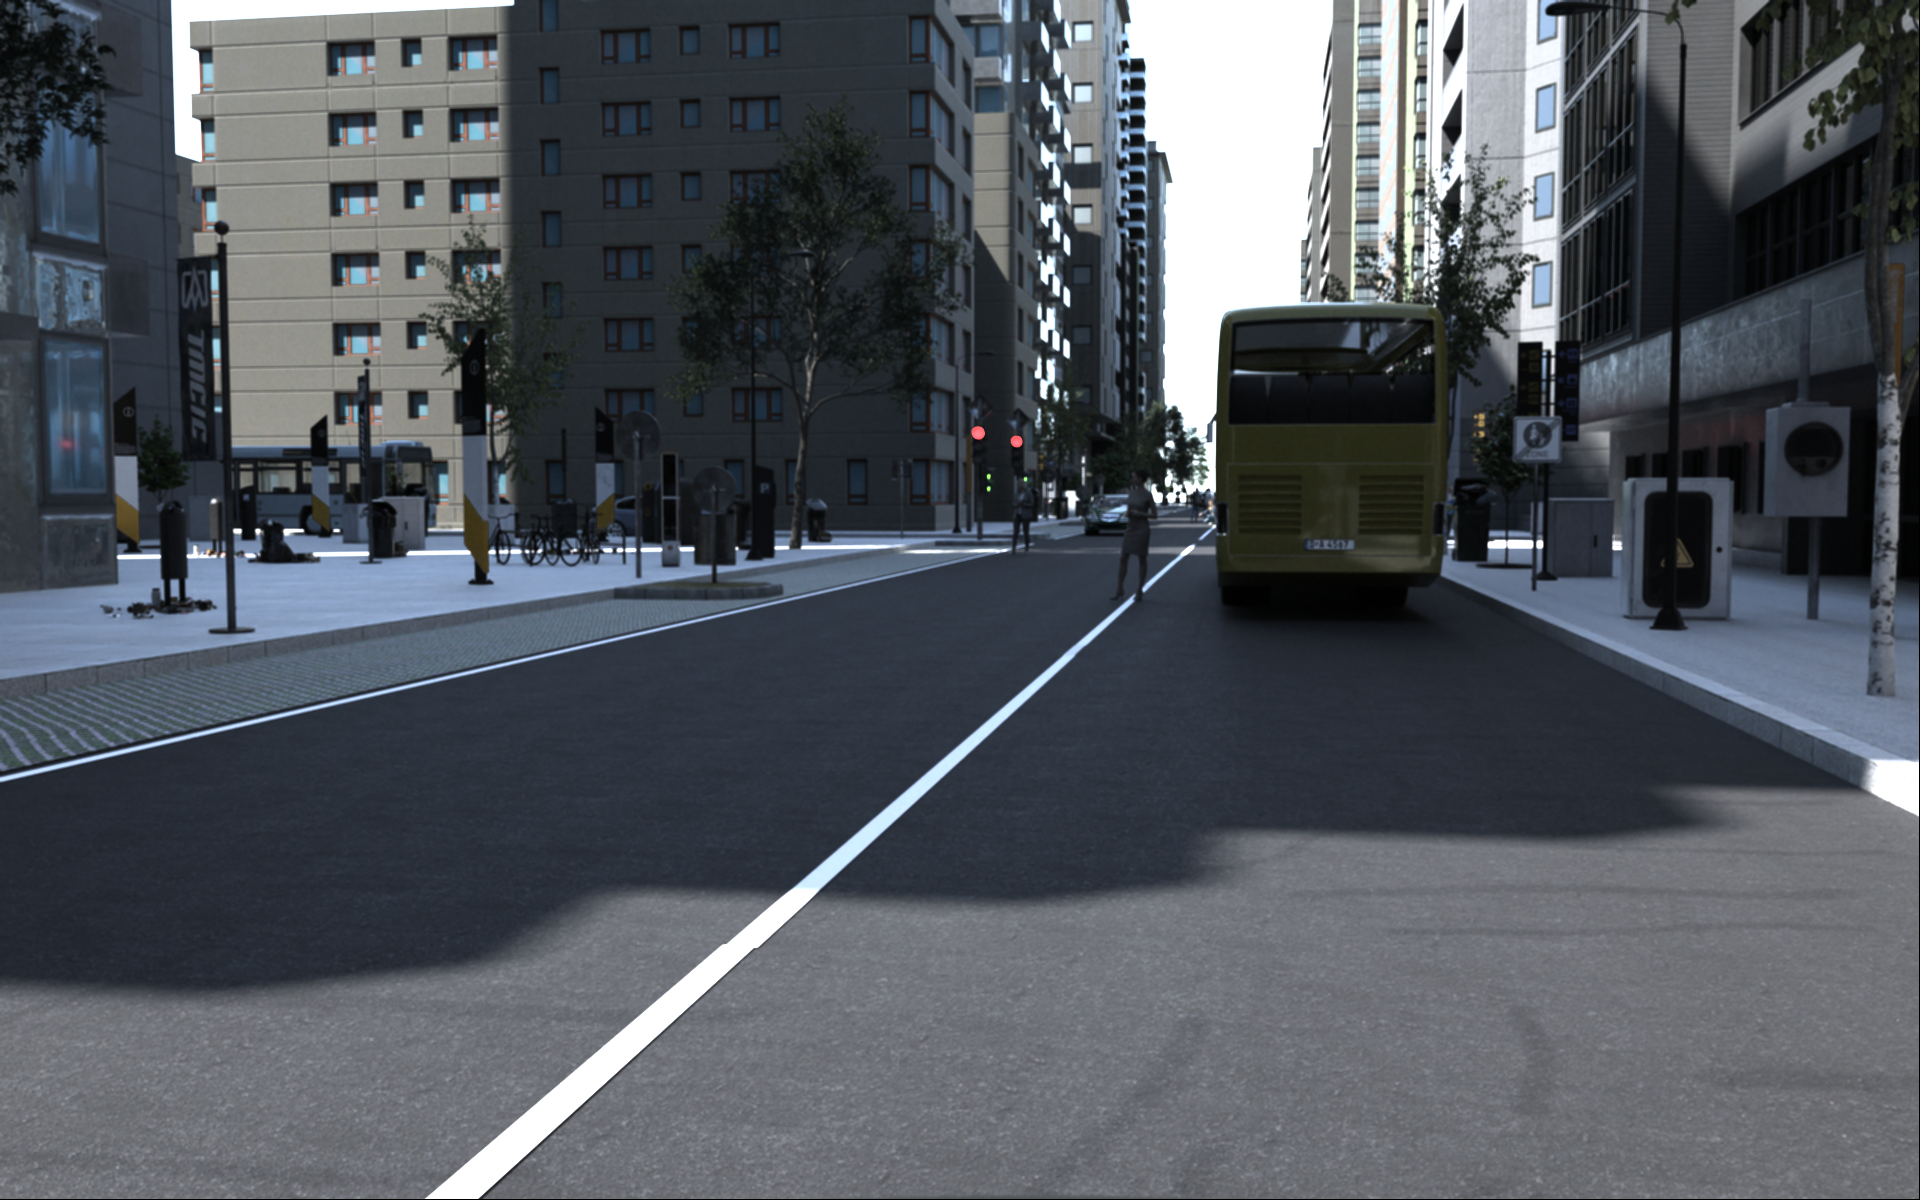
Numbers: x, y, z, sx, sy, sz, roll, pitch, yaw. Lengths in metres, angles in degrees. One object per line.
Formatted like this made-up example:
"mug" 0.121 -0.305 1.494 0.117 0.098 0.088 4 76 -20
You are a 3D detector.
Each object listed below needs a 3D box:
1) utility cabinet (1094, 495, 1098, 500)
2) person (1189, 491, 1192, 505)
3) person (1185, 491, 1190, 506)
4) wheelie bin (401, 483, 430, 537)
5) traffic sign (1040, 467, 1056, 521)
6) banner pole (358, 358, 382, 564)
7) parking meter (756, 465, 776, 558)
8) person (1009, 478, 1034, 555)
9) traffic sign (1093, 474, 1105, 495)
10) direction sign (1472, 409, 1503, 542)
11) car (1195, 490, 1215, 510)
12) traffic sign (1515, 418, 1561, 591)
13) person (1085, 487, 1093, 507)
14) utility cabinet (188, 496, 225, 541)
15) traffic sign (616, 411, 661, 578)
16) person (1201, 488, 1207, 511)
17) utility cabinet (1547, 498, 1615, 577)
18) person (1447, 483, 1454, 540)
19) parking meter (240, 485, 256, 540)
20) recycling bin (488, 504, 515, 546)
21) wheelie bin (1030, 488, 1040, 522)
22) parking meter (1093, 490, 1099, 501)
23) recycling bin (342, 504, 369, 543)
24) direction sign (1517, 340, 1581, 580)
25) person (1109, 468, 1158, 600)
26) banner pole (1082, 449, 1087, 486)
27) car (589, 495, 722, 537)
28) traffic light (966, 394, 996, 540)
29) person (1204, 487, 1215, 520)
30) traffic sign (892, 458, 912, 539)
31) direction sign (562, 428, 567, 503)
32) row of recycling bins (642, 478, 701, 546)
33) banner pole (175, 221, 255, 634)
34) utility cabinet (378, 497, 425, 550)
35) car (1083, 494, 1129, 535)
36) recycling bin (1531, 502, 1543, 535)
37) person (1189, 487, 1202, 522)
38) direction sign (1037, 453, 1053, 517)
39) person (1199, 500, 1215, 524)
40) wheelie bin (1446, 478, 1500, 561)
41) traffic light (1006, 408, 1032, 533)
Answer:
"utility cabinet" 8.663 -5.969 108.749 0.306 1.237 1.020 1 4 17
"person" 28.966 -12.808 218.000 1.348 1.812 0.705 -3 5 -41
"person" 24.575 -10.864 186.852 0.721 1.736 1.217 2 4 28
"wheelie bin" -16.162 -2.665 51.481 0.693 1.594 0.980 2 4 26
"traffic sign" 4.162 -5.034 82.415 0.768 2.556 0.104 1 4 17
"banner pole" -11.054 -2.580 32.199 0.401 3.779 0.863 -2 4 -34
"parking meter" -3.895 -1.779 34.798 0.399 1.863 0.255 0 4 -1
"person" 1.475 -1.974 40.959 0.537 1.800 0.526 2 4 34
"traffic sign" 8.796 -6.690 109.488 0.768 2.556 0.104 1 4 18
"direction sign" 14.143 -3.324 46.339 0.876 3.537 0.379 2 4 25
"car" 22.261 -9.055 156.715 2.281 1.827 5.304 0 4 8
"traffic sign" 7.617 -1.271 22.916 0.606 2.300 0.079 1 4 10
"person" 6.102 -4.552 83.175 0.600 1.795 0.529 0 4 7
"utility cabinet" -20.389 -2.197 47.079 1.020 1.237 0.306 0 4 -4
"traffic sign" -4.921 -1.611 26.445 0.768 2.556 0.104 1 4 19
"person" 17.792 -7.165 125.416 0.659 1.850 0.755 3 4 37
"utility cabinet" 9.602 -0.959 26.847 1.020 1.237 0.306 -1 4 -12
"person" 14.733 -2.661 52.191 0.537 1.800 0.526 0 4 7
"parking meter" -19.830 -2.436 48.242 0.372 1.533 0.369 0 3 0
"recycling bin" -11.573 -1.867 43.079 0.722 1.027 0.722 2 4 24
"wheelie bin" 3.339 -4.391 79.695 0.693 1.594 0.980 0 4 3
"parking meter" 8.938 -6.457 113.981 0.372 1.533 0.369 0 3 0
"recycling bin" -15.679 -2.009 45.407 0.722 1.027 0.722 2 4 34
"direction sign" 8.733 -2.066 25.780 0.876 3.537 0.379 1 4 22
"person" 2.347 -0.888 23.366 0.599 1.781 0.374 3 5 43
"banner pole" 6.939 -6.525 96.698 0.401 3.779 0.863 -1 4 -17
"car" -9.131 -2.529 53.344 4.499 1.417 2.014 1 4 11
"traffic light" 0.575 -3.642 48.475 0.839 4.253 0.868 1 4 10
"person" 13.412 -5.187 93.537 0.641 1.798 0.478 -1 4 -22
"traffic sign" -1.668 -2.913 49.754 0.606 2.300 0.079 1 4 14
"direction sign" -13.710 -4.162 60.048 0.379 3.537 0.876 0 4 -5
"row of recycling bins" -7.436 -2.302 44.757 1.069 1.692 3.534 -1 4 -23
"banner pole" -6.967 -1.595 16.090 0.863 3.779 0.401 2 4 29
"utility cabinet" -12.844 -1.754 39.840 1.020 1.237 0.306 1 4 12
"car" 5.479 -3.037 61.451 2.131 1.459 4.920 1 4 9
"recycling bin" 18.366 -2.563 54.453 0.722 1.027 0.722 2 4 25
"person" 11.903 -4.811 87.506 0.623 1.781 0.721 0 4 3
"direction sign" 4.685 -6.303 95.053 0.876 3.537 0.379 0 4 -5
"person" 11.862 -4.163 82.064 0.738 1.151 1.012 -1 4 -19
"wheelie bin" 9.811 -1.541 33.105 0.980 1.594 0.693 0 4 8
"traffic light" 1.900 -4.124 56.350 0.839 4.253 0.868 1 4 10
